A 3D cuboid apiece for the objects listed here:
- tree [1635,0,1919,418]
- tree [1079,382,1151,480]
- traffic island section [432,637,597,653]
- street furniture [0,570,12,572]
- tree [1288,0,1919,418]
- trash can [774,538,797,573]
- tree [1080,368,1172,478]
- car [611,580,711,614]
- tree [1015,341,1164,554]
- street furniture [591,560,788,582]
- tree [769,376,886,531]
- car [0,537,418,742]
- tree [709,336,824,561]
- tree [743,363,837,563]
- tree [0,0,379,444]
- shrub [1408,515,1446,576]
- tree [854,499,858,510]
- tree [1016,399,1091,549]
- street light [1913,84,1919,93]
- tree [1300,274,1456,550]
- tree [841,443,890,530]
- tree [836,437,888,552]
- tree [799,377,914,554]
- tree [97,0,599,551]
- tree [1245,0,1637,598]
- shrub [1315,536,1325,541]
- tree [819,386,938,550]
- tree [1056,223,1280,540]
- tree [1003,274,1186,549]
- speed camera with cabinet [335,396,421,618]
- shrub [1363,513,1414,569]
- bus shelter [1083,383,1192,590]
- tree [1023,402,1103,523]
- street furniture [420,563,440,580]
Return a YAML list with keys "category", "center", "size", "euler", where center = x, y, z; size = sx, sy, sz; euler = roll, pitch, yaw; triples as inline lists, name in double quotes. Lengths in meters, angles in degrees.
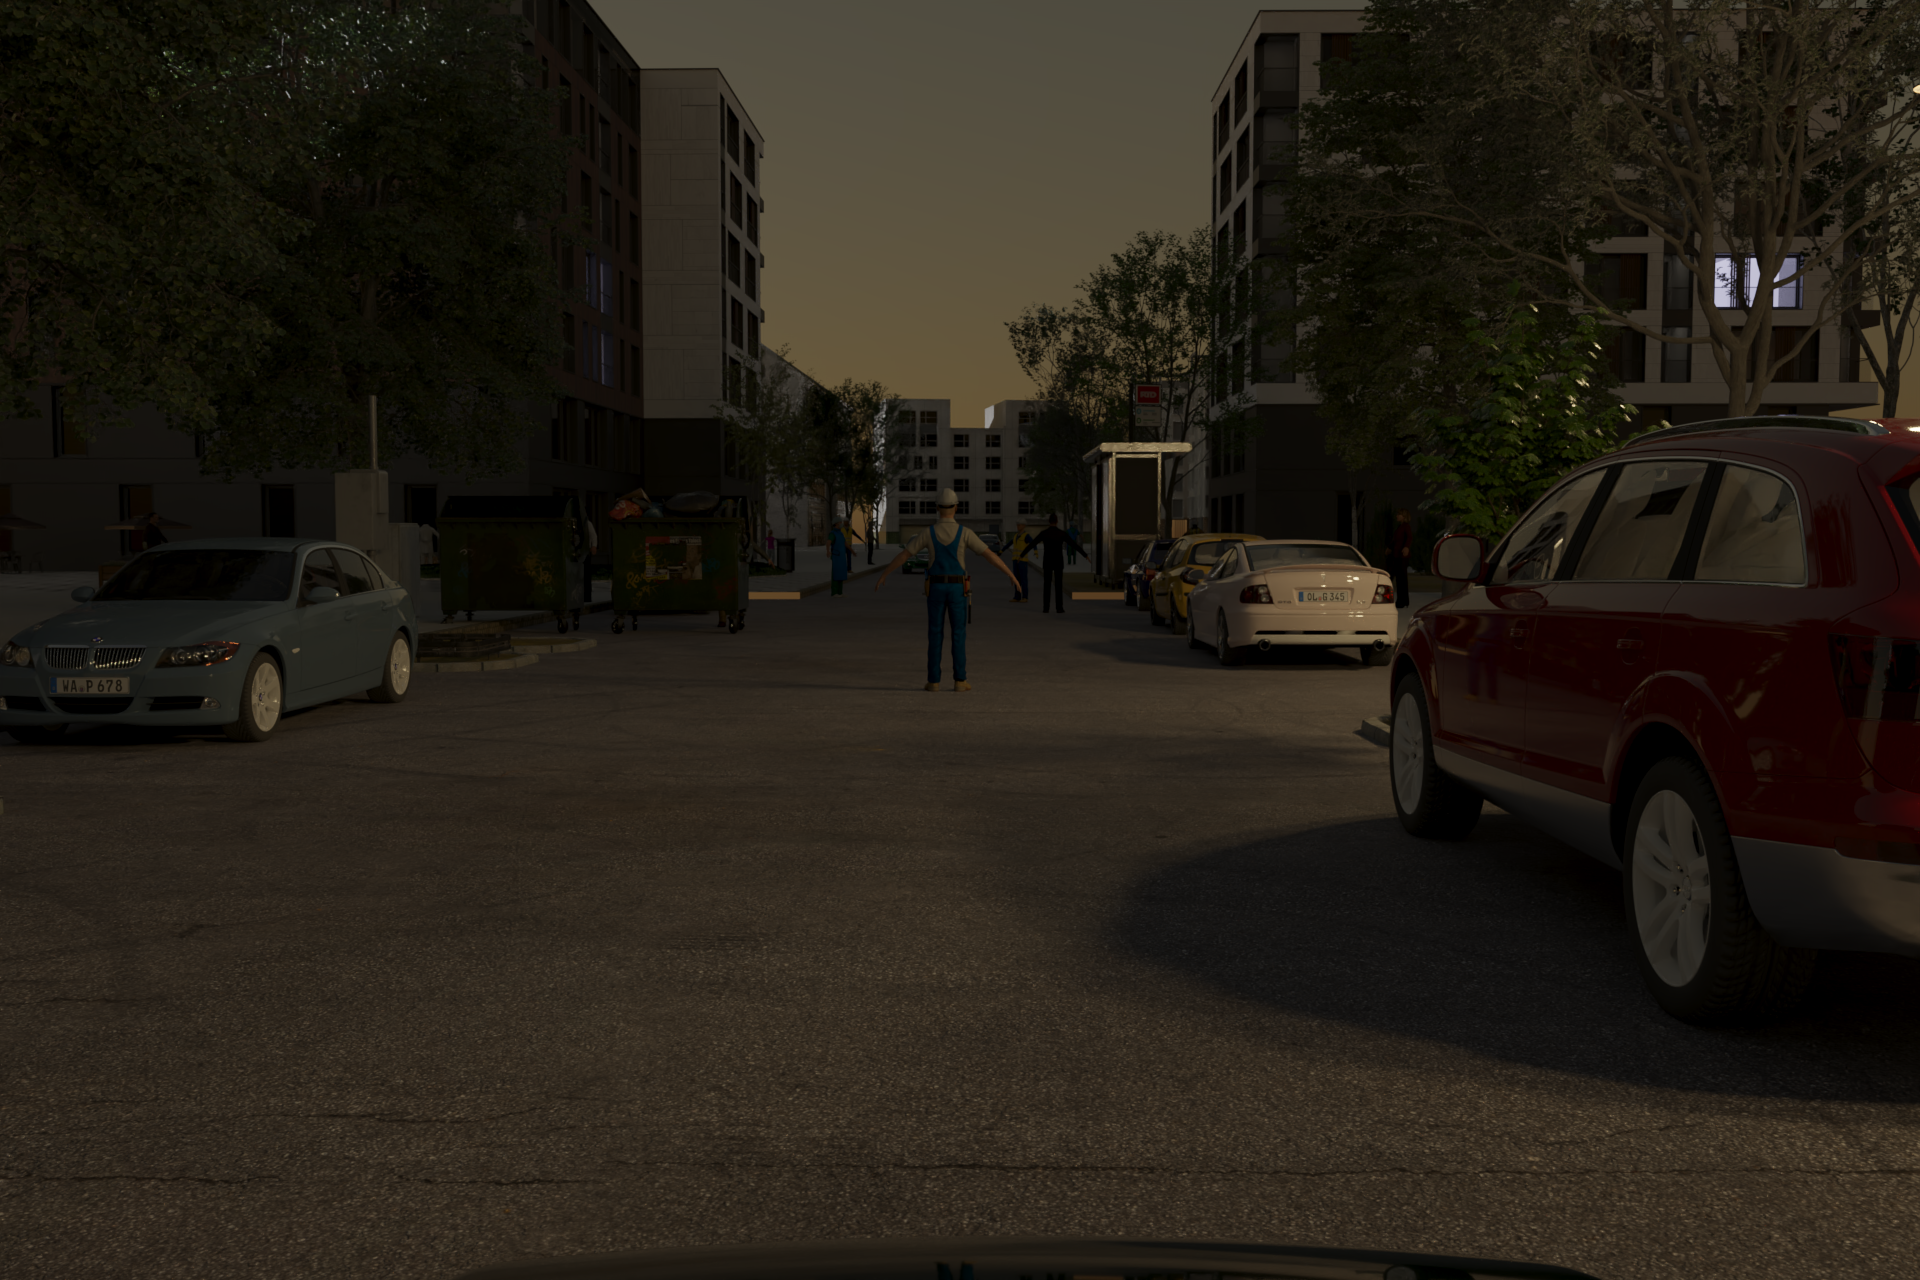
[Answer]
- category: "tree"
  center: [25.399, -11.878, 50.090]
  size: [12.611, 20.169, 13.585]
  euler: [0, 3, 0]
- category: "tree"
  center: [8.020, -8.118, 83.093]
  size: [4.360, 8.622, 3.978]
  euler: [0, 3, 0]
- category: "traffic island section"
  center: [-5.650, 0.071, 21.700]
  size: [1.991, 0.108, 1.994]
  euler: [0, 4, 1]
- category: "street furniture"
  center: [-31.697, -2.599, 49.341]
  size: [11.010, 1.723, 9.812]
  euler: [2, 4, 25]
- category: "tree"
  center: [9.849, -6.808, 21.681]
  size: [12.009, 13.543, 11.850]
  euler: [0, 3, 0]
- category: "trash can"
  center: [-5.786, -2.806, 57.523]
  size: [0.748, 1.137, 0.748]
  euler: [0, 3, 0]
- category: "tree"
  center: [8.005, -7.700, 76.252]
  size: [4.360, 8.622, 3.978]
  euler: [0, 3, 0]
- category: "car"
  center: [-5.291, -1.365, 32.109]
  size: [2.009, 1.686, 4.222]
  euler: [0, 4, 1]
- category: "tree"
  center: [8.414, -12.183, 109.563]
  size: [12.009, 13.543, 11.850]
  euler: [0, 3, 0]
- category: "street furniture"
  center: [-8.111, -2.073, 49.523]
  size: [5.734, 0.657, 10.072]
  euler: [0, 4, 8]
- category: "tree"
  center: [-7.832, -10.303, 102.868]
  size: [7.601, 10.594, 8.767]
  euler: [0, 4, 6]
- category: "car"
  center: [-5.624, -0.088, 13.445]
  size: [2.014, 1.417, 4.499]
  euler: [0, 4, 1]
- category: "tree"
  center: [-7.393, -7.038, 65.439]
  size: [4.737, 8.622, 4.395]
  euler: [0, 3, 0]
- category: "tree"
  center: [-7.728, -7.638, 75.237]
  size: [4.360, 8.622, 3.978]
  euler: [0, 3, 0]
- category: "tree"
  center: [-11.225, -6.818, 18.129]
  size: [9.857, 13.997, 8.962]
  euler: [0, 3, 0]
- category: "shrub"
  center: [14.576, -3.006, 53.562]
  size: [1.690, 2.028, 1.600]
  euler: [0, 3, 0]
- category: "tree"
  center: [-15.382, -17.223, 231.953]
  size: [4.737, 8.622, 4.395]
  euler: [0, 3, 0]
- category: "tree"
  center: [8.420, -13.848, 144.547]
  size: [7.486, 12.596, 7.792]
  euler: [0, 3, 0]
- category: "street light"
  center: [7.766, -2.463, 13.056]
  size: [0.468, 5.910, 1.993]
  euler: [0, 4, 1]
- category: "tree"
  center: [10.687, -5.938, 47.444]
  size: [4.360, 8.622, 3.978]
  euler: [0, 3, 0]
- category: "tree"
  center: [-7.243, -11.259, 134.448]
  size: [4.737, 8.622, 4.395]
  euler: [0, 3, 0]
- category: "tree"
  center: [-7.005, -10.791, 126.801]
  size: [4.737, 8.622, 4.395]
  euler: [0, 3, 0]
- category: "tree"
  center: [-7.201, -11.473, 113.343]
  size: [9.928, 11.665, 9.643]
  euler: [0, 3, 0]
- category: "tree"
  center: [-11.748, -7.763, 33.575]
  size: [9.857, 13.997, 8.962]
  euler: [0, 3, 0]
- category: "tree"
  center: [9.312, -7.080, 33.887]
  size: [7.486, 12.596, 7.792]
  euler: [0, 3, 0]
- category: "shrub"
  center: [11.752, -2.792, 56.761]
  size: [1.383, 1.207, 1.383]
  euler: [0, 3, 0]
- category: "tree"
  center: [-6.914, -14.257, 143.474]
  size: [12.009, 13.543, 11.850]
  euler: [0, 3, 0]
- category: "tree"
  center: [7.083, -8.138, 58.817]
  size: [9.928, 11.665, 9.643]
  euler: [0, 3, 0]
- category: "tree"
  center: [9.839, -16.465, 125.093]
  size: [12.611, 20.169, 13.585]
  euler: [0, 3, 0]
- category: "speed camera with cabinet"
  center: [-8.582, -1.909, 25.547]
  size: [0.660, 3.252, 2.038]
  euler: [0, 4, 1]
- category: "shrub"
  center: [13.794, -3.156, 55.646]
  size: [1.661, 2.075, 1.752]
  euler: [0, 3, 0]
- category: "bus shelter"
  center: [4.301, -4.053, 43.897]
  size: [2.179, 5.291, 8.768]
  euler: [0, 4, 0]
- category: "tree"
  center: [8.720, -12.886, 136.440]
  size: [9.928, 11.665, 9.643]
  euler: [0, 3, 0]
- category: "street furniture"
  center: [-16.725, -2.134, 50.518]
  size: [10.072, 0.657, 5.734]
  euler: [0, 4, 1]
